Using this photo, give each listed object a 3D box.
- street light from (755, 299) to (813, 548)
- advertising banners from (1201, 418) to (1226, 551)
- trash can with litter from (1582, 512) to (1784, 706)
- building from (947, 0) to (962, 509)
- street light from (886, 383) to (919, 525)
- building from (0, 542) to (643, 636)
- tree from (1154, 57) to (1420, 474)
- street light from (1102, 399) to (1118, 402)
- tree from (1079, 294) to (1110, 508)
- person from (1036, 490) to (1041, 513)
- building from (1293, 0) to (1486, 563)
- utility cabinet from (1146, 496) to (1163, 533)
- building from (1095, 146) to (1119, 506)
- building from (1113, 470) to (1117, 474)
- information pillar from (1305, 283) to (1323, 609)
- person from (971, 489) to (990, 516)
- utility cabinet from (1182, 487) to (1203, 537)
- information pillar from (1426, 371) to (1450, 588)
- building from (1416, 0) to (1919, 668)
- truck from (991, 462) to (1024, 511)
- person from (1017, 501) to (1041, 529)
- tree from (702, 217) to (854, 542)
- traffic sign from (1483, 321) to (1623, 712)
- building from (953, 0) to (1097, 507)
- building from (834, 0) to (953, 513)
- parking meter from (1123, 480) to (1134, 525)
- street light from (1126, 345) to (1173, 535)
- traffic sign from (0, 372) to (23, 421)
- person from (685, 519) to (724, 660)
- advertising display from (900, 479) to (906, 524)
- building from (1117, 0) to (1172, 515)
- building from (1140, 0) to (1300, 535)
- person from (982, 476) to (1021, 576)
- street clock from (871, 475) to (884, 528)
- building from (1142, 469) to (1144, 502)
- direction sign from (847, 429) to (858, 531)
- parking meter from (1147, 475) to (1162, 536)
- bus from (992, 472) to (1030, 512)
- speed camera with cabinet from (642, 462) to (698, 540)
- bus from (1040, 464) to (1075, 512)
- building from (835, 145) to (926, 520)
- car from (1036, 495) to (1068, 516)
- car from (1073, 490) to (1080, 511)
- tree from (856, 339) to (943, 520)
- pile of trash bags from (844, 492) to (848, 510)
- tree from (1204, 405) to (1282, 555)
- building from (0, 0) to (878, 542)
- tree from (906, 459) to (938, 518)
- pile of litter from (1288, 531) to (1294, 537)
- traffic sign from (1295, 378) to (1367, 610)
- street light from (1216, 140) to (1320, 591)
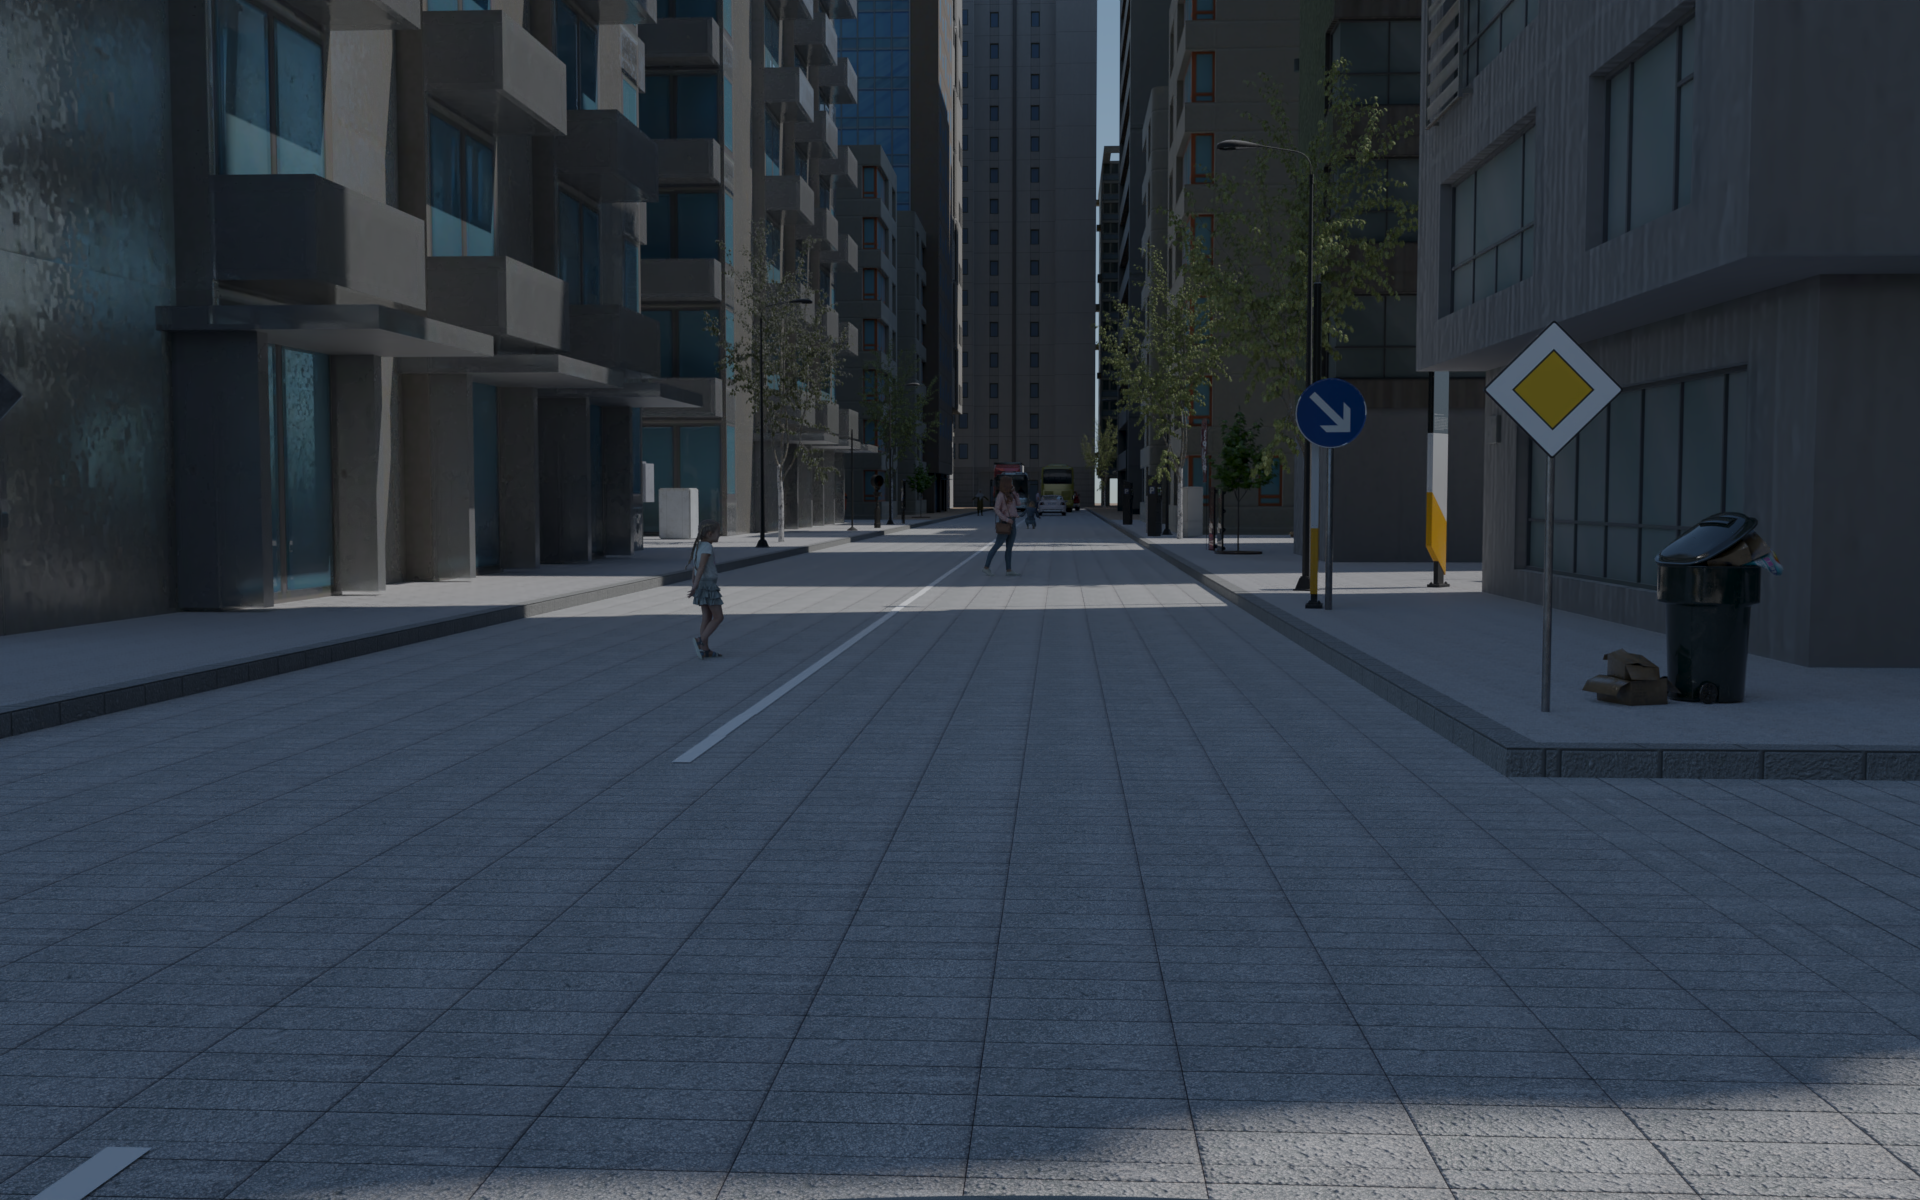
[{"bbox_3d":[-4.201,-4.209,41.355,1.470,5.913,1.316,0,4,3],"label":"street light"},{"bbox_3d":[5.728,-2.635,39.269,0.090,3.025,2.074,0,4,-6],"label":"advertising banners"},{"bbox_3d":[4.432,0.046,10.640,1.055,1.170,0.624,-1,4,-18],"label":"trash can with litter"},{"bbox_3d":[-13.512,-34.103,146.828,27.495,52.752,28.713,0,4,3],"label":"building"},{"bbox_3d":[-2.391,-6.117,72.558,1.470,5.913,1.316,0,4,3],"label":"street light"},{"bbox_3d":[-17.528,-24.848,25.871,23.786,49.044,30.456,0,4,3],"label":"building"},{"bbox_3d":[5.669,-4.811,29.024,4.737,8.622,4.395,0,3,0],"label":"tree"},{"bbox_3d":[7.631,-6.874,84.924,1.470,5.913,1.316,0,4,3],"label":"street light"},{"bbox_3d":[6.036,-6.045,49.205,4.737,8.622,4.395,0,3,0],"label":"tree"},{"bbox_3d":[5.551,-6.877,121.875,0.436,1.711,0.756,0,4,2],"label":"person"},{"bbox_3d":[14.323,-16.295,38.117,14.160,30.474,14.107,0,4,3],"label":"building"},{"bbox_3d":[6.372,-2.792,56.817,0.306,1.237,1.020,-1,4,-9],"label":"utility cabinet"},{"bbox_3d":[26.477,-30.076,183.623,23.993,40.220,32.217,0,4,3],"label":"building"},{"bbox_3d":[24.895,-32.005,142.896,23.786,49.044,30.456,0,4,3],"label":"building"},{"bbox_3d":[4.011,-1.722,19.504,0.183,3.616,0.504,1,4,13],"label":"information pillar"},{"bbox_3d":[1.328,-6.347,113.010,1.217,1.736,0.721,-1,4,-10],"label":"person"},{"bbox_3d":[6.851,-2.618,51.487,0.318,1.500,1.173,2,4,30],"label":"utility cabinet"},{"bbox_3d":[6.543,-1.979,23.706,0.183,3.616,0.504,3,5,40],"label":"information pillar"},{"bbox_3d":[12.425,-20.230,14.358,14.086,41.232,14.154,0,4,3],"label":"building"},{"bbox_3d":[4.341,-10.126,154.471,2.839,4.237,11.283,0,4,3],"label":"truck"},{"bbox_3d":[2.831,-3.509,71.376,1.012,1.151,0.738,0,4,4],"label":"person"},{"bbox_3d":[-4.786,-5.856,46.103,4.360,8.622,3.978,0,3,0],"label":"tree"},{"bbox_3d":[3.449,-0.398,10.146,0.795,2.450,0.064,0,4,3],"label":"traffic sign"},{"bbox_3d":[-0.096,-39.011,179.828,28.212,58.520,21.231,0,4,3],"label":"building"},{"bbox_3d":[-7.883,-28.840,121.640,14.600,45.320,14.200,0,4,3],"label":"building"},{"bbox_3d":[7.027,-4.080,72.417,0.399,1.863,0.255,2,4,32],"label":"parking meter"},{"bbox_3d":[5.945,-4.989,54.114,1.470,5.913,1.316,0,4,3],"label":"street light"},{"bbox_3d":[-6.178,-0.433,10.726,0.795,2.450,0.064,0,4,3],"label":"traffic sign"},{"bbox_3d":[-2.279,-0.100,15.151,0.382,1.210,0.505,-2,4,-29],"label":"person"},{"bbox_3d":[-2.463,-4.269,75.017,0.123,1.923,0.974,-1,4,-8],"label":"advertising display"},{"bbox_3d":[21.779,-30.174,117.050,21.300,48.544,21.600,0,4,3],"label":"building"},{"bbox_3d":[21.621,-13.604,67.463,27.650,21.520,28.899,0,4,3],"label":"building"},{"bbox_3d":[0.729,-1.301,30.357,0.643,1.750,0.593,2,4,26],"label":"person"},{"bbox_3d":[-3.115,-3.713,65.269,0.471,2.002,0.358,-3,4,-37],"label":"street clock"},{"bbox_3d":[20.916,-40.158,94.830,20.563,71.187,20.611,0,4,3],"label":"building"},{"bbox_3d":[-3.787,-4.207,60.778,0.379,3.537,0.876,0,4,-5],"label":"direction sign"},{"bbox_3d":[5.918,-2.870,52.637,0.399,1.863,0.255,3,5,43],"label":"parking meter"},{"bbox_3d":[4.292,-8.913,140.582,2.948,3.499,13.247,0,4,3],"label":"bus"},{"bbox_3d":[-8.486,-3.357,49.228,2.038,3.252,0.660,1,4,16],"label":"speed camera with cabinet"},{"bbox_3d":[7.848,-9.047,139.461,2.896,3.916,12.252,0,4,3],"label":"bus"},{"bbox_3d":[-16.880,-15.666,101.182,27.650,21.520,28.899,0,4,3],"label":"building"},{"bbox_3d":[6.135,-6.300,115.367,2.083,1.381,4.827,0,4,3],"label":"car"},{"bbox_3d":[9.256,-8.596,149.223,2.281,1.827,5.304,0,4,2],"label":"car"},{"bbox_3d":[-3.092,-8.121,83.148,4.737,8.622,4.395,0,3,0],"label":"tree"},{"bbox_3d":[-7.169,-4.596,84.897,3.447,1.369,1.912,1,4,11],"label":"pile of trash bags"},{"bbox_3d":[5.860,-2.593,37.000,1.663,3.219,1.824,0,3,0],"label":"tree"},{"bbox_3d":[-15.834,-27.193,64.221,23.786,49.044,30.456,0,4,3],"label":"building"},{"bbox_3d":[-2.251,-6.082,94.048,1.663,3.219,1.824,0,3,0],"label":"tree"},{"bbox_3d":[10.311,-2.295,51.492,1.176,0.858,1.719,2,4,33],"label":"pile of litter"},{"bbox_3d":[4.087,-1.164,19.130,0.768,2.556,0.104,1,4,13],"label":"traffic sign"},{"bbox_3d":[4.062,-3.079,22.878,1.470,5.913,1.316,0,4,3],"label":"street light"}]
